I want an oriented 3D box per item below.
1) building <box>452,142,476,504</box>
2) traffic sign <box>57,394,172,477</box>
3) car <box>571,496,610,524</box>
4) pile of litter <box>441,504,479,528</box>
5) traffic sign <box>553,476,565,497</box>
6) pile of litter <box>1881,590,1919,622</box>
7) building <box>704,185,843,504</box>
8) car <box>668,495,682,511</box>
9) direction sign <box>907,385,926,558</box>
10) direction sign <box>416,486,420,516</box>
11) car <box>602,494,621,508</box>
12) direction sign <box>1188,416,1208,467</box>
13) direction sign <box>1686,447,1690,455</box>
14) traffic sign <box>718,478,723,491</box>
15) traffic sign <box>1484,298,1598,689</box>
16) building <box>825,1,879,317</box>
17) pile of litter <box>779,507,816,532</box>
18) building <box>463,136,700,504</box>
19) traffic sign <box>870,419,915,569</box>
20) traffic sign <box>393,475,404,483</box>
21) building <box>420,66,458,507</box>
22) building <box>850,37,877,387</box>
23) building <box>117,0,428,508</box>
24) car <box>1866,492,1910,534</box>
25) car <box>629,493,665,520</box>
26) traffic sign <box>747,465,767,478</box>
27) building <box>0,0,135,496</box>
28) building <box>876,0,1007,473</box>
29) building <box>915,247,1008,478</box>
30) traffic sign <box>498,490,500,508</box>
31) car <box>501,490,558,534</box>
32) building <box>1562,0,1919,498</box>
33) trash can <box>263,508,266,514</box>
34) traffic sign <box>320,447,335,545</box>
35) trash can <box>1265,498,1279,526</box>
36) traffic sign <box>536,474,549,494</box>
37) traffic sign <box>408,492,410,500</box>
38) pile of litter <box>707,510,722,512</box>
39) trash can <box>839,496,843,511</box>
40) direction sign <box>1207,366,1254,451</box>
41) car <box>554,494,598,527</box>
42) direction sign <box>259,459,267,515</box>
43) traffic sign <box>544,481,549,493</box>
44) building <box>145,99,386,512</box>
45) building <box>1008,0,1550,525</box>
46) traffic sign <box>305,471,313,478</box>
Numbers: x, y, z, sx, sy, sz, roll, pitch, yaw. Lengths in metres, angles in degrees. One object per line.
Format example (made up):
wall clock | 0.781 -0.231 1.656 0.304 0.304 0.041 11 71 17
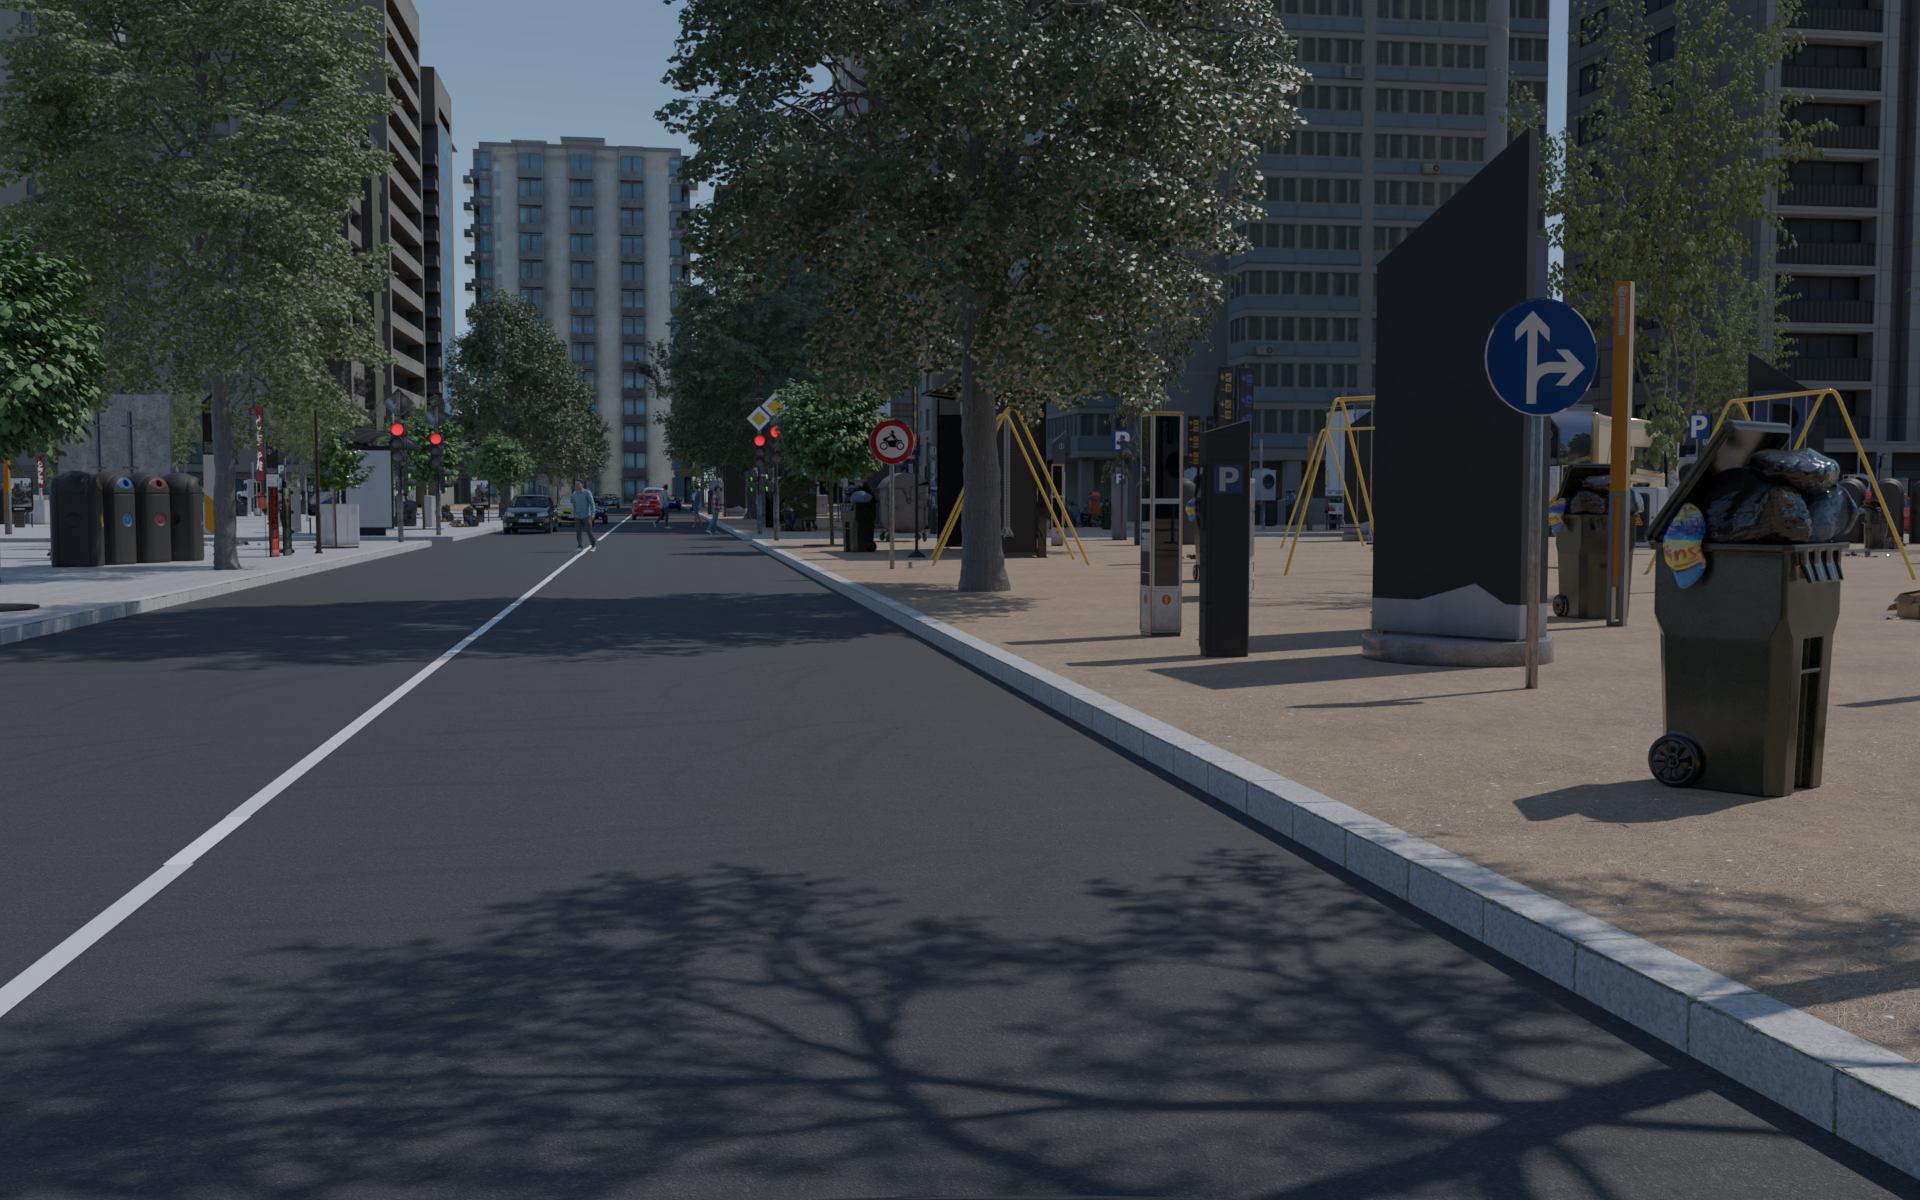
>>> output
building | -80.212 -39.260 231.137 27.495 52.752 28.713 -1 4 -10
traffic sign | -17.259 -2.537 35.347 2.265 3.308 0.079 0 4 -2
car | -17.941 -4.363 83.923 1.945 1.354 3.894 -1 4 -11
pile of litter | -19.355 -3.261 67.280 1.176 0.858 1.719 2 4 24
traffic sign | -28.635 -7.562 123.649 0.884 2.594 0.081 0 4 -4
pile of litter | 10.184 -0.244 17.962 1.719 0.858 1.176 -1 4 -23
building | -20.977 -35.716 238.585 28.867 44.769 22.147 -1 4 -10
car | -24.118 -8.064 144.422 1.945 1.354 3.894 -1 4 -10
direction sign | -0.879 -2.632 35.028 0.379 3.537 0.876 0 4 6
direction sign | -32.499 -6.822 103.532 0.876 3.537 0.379 1 4 22
car | -35.355 -9.992 175.167 2.131 1.459 4.920 -1 4 -10
direction sign | 7.042 -3.561 50.226 0.876 3.537 0.379 1 4 10
direction sign | 34.999 -5.588 83.354 0.379 3.537 0.876 1 4 15
traffic sign | -15.178 -6.639 110.684 0.606 2.300 0.079 0 4 -5
traffic sign | 3.775 -0.688 11.361 0.768 2.556 0.104 0 4 -7
building | 1.319 -36.225 181.512 28.713 52.752 27.495 -1 4 -10
pile of litter | -5.772 -2.791 59.593 1.719 0.858 1.176 3 4 36
building | -50.827 -37.635 234.942 30.456 49.044 23.786 -1 4 -10
traffic sign | -1.161 -1.801 29.560 0.768 2.556 0.104 0 4 -6
traffic sign | -23.065 -4.294 71.393 0.795 2.450 0.064 0 4 -1
building | -60.029 -32.274 177.789 14.200 45.320 14.600 -1 4 -10
building | -2.422 -31.184 159.971 14.600 45.320 14.200 -1 4 -10
building | -58.227 -32.049 147.703 21.300 48.544 21.600 -1 4 -10
car | 30.772 -2.967 57.543 4.494 1.783 2.155 -1 4 -12
car | -17.360 -5.346 96.443 2.155 1.783 4.494 -1 4 -10
traffic sign | -6.721 -3.558 58.185 0.884 2.594 0.081 0 4 -3
building | -94.291 -38.278 167.845 28.212 58.520 21.231 -1 4 -10
building | -0.205 -28.261 145.660 14.154 41.232 14.086 -1 4 -10
building | 12.622 -16.854 120.598 27.650 21.520 28.899 -1 4 -10
traffic sign | -28.253 -6.484 106.125 0.768 2.556 0.104 0 4 -5
car | -15.812 -3.305 63.818 2.009 1.686 4.222 -1 4 -8
building | 46.068 -39.795 88.898 20.611 71.187 20.563 -1 4 -10
trash can | -43.053 -5.882 107.823 0.748 1.137 0.748 0 3 0
traffic sign | -15.191 -2.563 42.016 0.768 2.556 0.104 0 4 -5
trash can | 12.334 -3.503 68.934 0.748 1.137 0.748 0 3 0
traffic sign | -26.057 -6.605 108.104 0.768 2.556 0.104 0 4 -4
traffic sign | -24.551 -4.711 77.125 0.768 2.556 0.104 0 4 -2
pile of litter | -17.460 -6.725 123.916 1.176 0.858 1.719 -1 4 -19
trash can | -8.433 -6.990 125.933 0.748 1.137 0.748 0 3 0
direction sign | 4.922 -2.384 30.970 0.876 3.537 0.379 -3 4 -37
car | -17.149 -4.094 77.160 2.015 1.641 3.980 -1 4 -12
direction sign | -42.378 -6.955 105.718 0.876 3.537 0.379 1 4 15
traffic sign | -30.282 -7.703 126.057 0.768 2.556 0.104 0 4 -1
building | -51.939 -21.971 130.928 14.160 30.474 14.107 -1 4 -10
building | 15.725 -24.196 87.482 23.993 40.220 32.217 -1 4 -10
traffic sign | -21.753 -3.596 58.796 0.884 2.594 0.081 -1 4 -10
